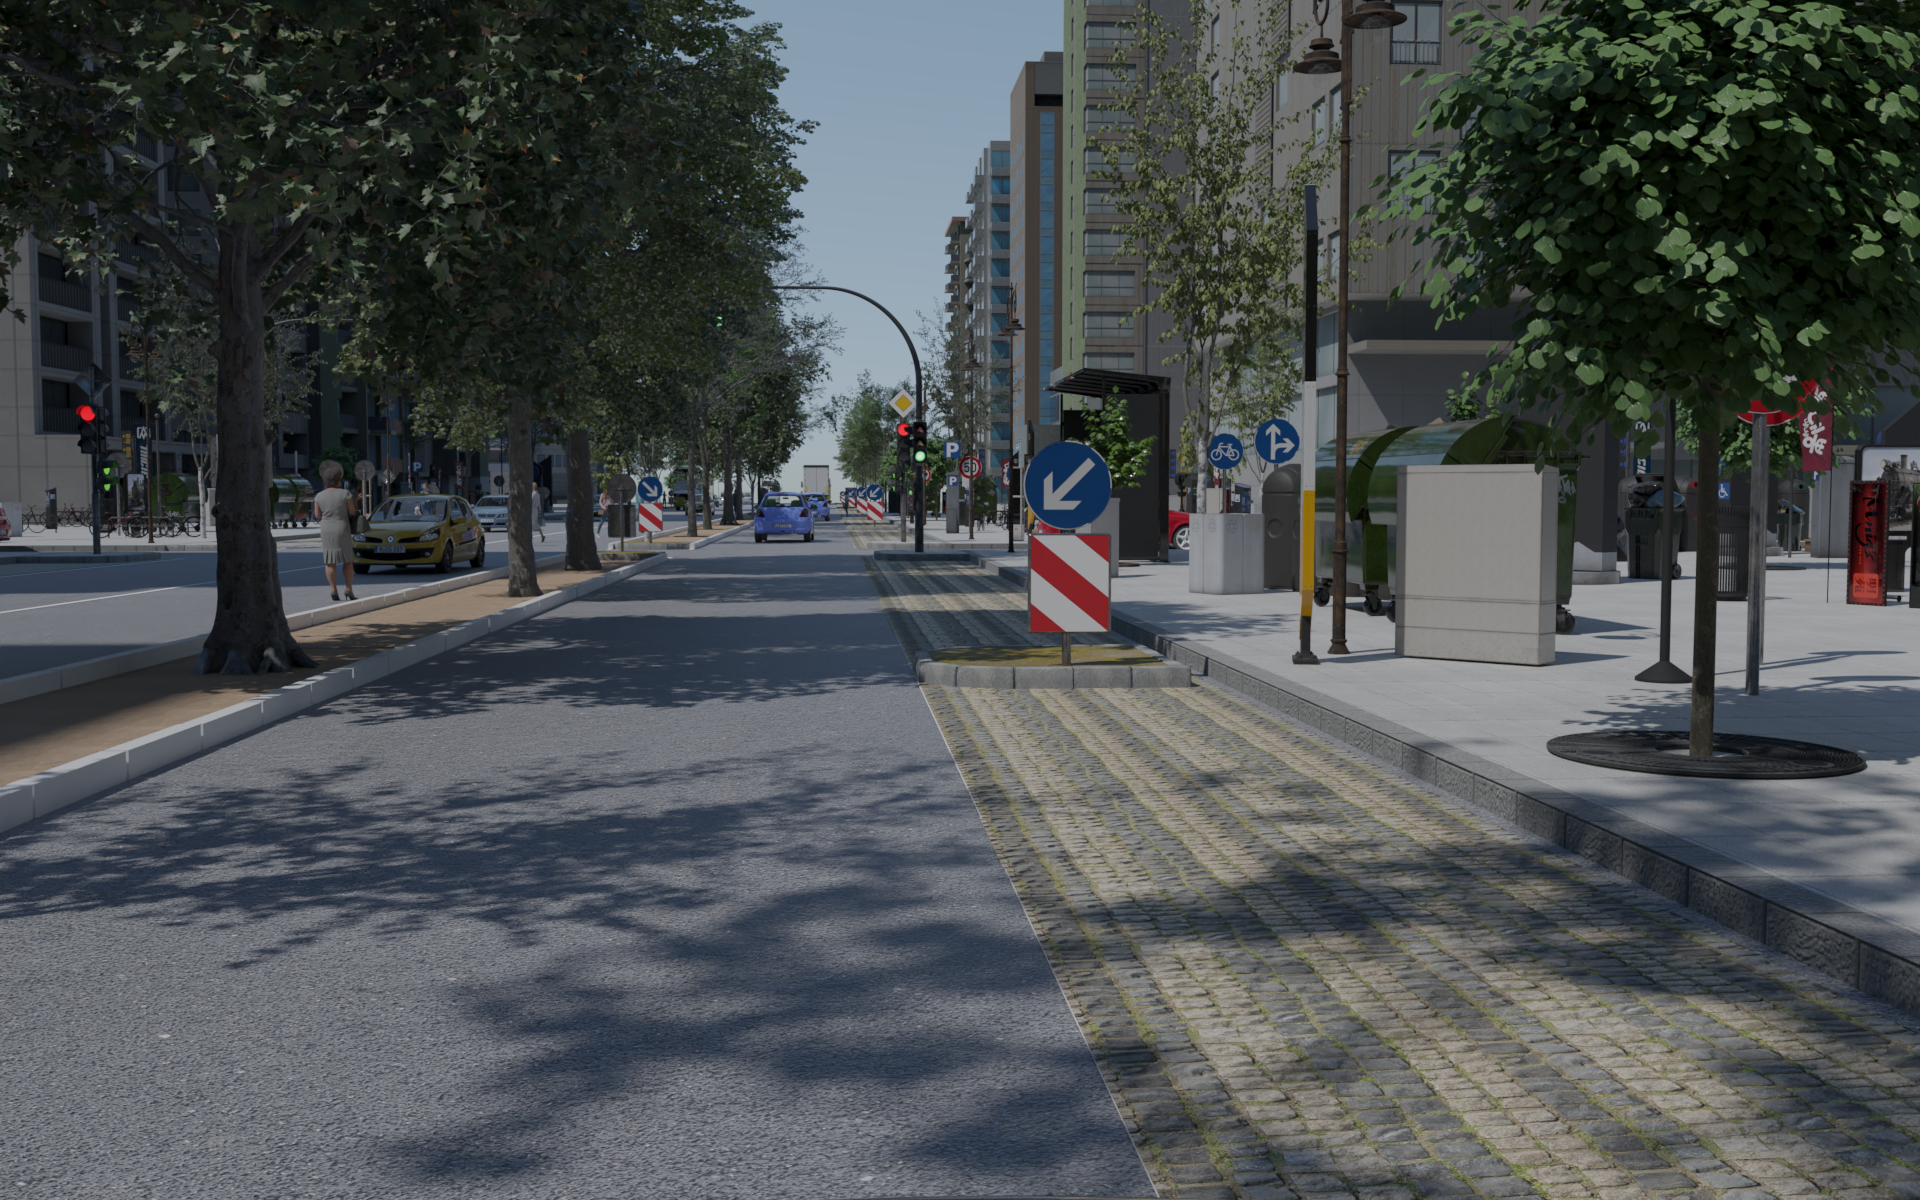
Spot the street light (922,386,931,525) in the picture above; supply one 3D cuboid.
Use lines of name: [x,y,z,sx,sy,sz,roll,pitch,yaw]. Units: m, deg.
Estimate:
street light: [-1.472,-6.119,72.839,0.468,5.910,1.993,0,4,-4]

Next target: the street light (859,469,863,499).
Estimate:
street light: [-11.657,-14.359,207.556,0.468,5.910,1.993,0,4,-4]

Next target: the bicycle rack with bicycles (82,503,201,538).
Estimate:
bicycle rack with bicycles: [-23.889,-2.319,51.297,2.925,0.926,2.852,-1,4,-10]

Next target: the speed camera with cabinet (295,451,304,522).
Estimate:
speed camera with cabinet: [-30.865,-5.264,80.399,0.660,3.252,2.038,-1,4,-11]

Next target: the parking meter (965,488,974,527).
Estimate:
parking meter: [0.377,-3.636,67.860,0.372,1.533,0.369,0,3,0]

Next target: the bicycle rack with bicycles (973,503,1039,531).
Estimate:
bicycle rack with bicycles: [1.404,-2.864,60.211,2.852,0.926,2.925,0,4,1]

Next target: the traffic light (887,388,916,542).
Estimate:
traffic light: [-1.524,-3.498,46.107,0.839,4.253,0.868,0,4,-4]

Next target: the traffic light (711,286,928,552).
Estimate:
traffic light: [-3.006,-3.864,37.847,4.771,5.953,1.251,0,4,-4]

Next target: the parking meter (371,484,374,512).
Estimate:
parking meter: [-34.142,-5.783,100.268,0.399,1.863,0.255,3,5,43]

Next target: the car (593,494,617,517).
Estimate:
car: [-19.596,-5.027,93.988,2.131,1.459,4.920,0,4,-6]

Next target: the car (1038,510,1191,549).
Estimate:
car: [4.188,-2.082,43.088,4.494,1.783,2.155,0,4,-5]

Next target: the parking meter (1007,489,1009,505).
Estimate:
parking meter: [3.054,-6.018,104.097,0.399,1.863,0.255,1,4,8]

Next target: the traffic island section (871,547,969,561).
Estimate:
traffic island section: [-0.886,-0.977,38.261,2.009,0.180,2.903,0,4,-4]

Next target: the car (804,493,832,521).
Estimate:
car: [-7.780,-5.044,92.061,1.945,1.707,3.694,0,4,-3]

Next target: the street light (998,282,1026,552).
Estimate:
street light: [1.125,-3.984,37.933,0.468,5.910,1.993,0,4,-4]

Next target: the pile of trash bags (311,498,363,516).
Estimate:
pile of trash bags: [-33.910,-5.165,94.200,1.912,1.369,3.447,2,4,29]

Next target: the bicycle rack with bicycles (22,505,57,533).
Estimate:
bicycle rack with bicycles: [-31.231,-2.651,56.728,2.852,0.926,2.925,2,4,29]

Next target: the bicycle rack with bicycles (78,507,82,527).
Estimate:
bicycle rack with bicycles: [-34.471,-3.326,67.764,2.925,0.926,2.852,-2,4,-32]

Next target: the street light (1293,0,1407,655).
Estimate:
street light: [3.043,-2.505,13.741,0.468,5.910,1.993,0,4,-4]

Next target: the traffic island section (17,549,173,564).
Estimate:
traffic island section: [-18.428,-0.897,36.953,2.009,0.180,2.903,0,4,-4]

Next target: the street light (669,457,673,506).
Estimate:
street light: [-32.262,-13.474,193.094,0.468,5.910,1.993,0,4,-4]

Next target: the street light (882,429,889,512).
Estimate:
street light: [-5.376,-9.280,124.515,0.468,5.910,1.993,0,4,-4]

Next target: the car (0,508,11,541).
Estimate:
car: [-25.394,-1.999,41.723,4.494,1.783,2.155,0,4,-4]

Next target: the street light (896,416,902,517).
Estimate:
street light: [-3.311,-7.602,97.074,0.468,5.910,1.993,0,4,-4]

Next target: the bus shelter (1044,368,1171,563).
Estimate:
bus shelter: [2.932,-2.696,35.365,1.731,3.624,6.357,0,4,-4]

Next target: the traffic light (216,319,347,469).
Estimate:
traffic light: [-16.906,-4.300,44.975,4.771,5.953,1.251,0,4,-4]

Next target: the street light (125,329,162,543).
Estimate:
street light: [-21.112,-4.419,45.031,0.468,5.910,1.993,0,4,-4]

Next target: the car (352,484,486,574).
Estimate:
car: [-10.131,-1.360,32.456,2.015,1.641,3.980,0,4,-2]

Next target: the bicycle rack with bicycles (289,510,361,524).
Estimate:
bicycle rack with bicycles: [-26.600,-3.652,73.084,2.925,0.926,2.852,3,5,44]

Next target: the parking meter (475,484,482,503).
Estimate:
parking meter: [-26.858,-5.562,96.652,0.255,1.863,0.399,0,4,4]

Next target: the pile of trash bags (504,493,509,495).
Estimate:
pile of trash bags: [-30.947,-6.362,113.775,3.447,1.369,1.912,-3,5,-45]

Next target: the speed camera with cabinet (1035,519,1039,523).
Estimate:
speed camera with cabinet: [3.984,-4.994,75.982,0.660,3.252,2.038,-3,5,-40]

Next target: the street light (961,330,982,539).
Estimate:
street light: [0.326,-4.654,48.886,0.468,5.910,1.993,0,4,-4]

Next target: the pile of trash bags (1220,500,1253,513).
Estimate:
pile of trash bags: [11.089,-3.377,64.961,1.912,1.369,3.447,3,5,39]

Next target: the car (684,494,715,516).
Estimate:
car: [-17.460,-6.483,116.224,2.015,1.641,3.980,0,4,-3]

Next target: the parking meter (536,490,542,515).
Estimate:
parking meter: [-25.256,-5.835,103.808,0.372,1.533,0.369,0,3,0]

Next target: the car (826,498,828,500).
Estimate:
car: [-12.970,-9.077,157.997,1.945,1.707,3.694,0,4,-6]

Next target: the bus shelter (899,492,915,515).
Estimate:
bus shelter: [-3.104,-6.985,105.492,1.731,3.624,6.357,0,4,-4]

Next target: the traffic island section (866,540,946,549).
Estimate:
traffic island section: [-1.484,-1.464,46.224,2.009,0.180,2.903,0,4,-4]

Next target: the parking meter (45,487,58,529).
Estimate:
parking meter: [-33.127,-3.347,63.142,0.372,1.533,0.369,0,3,0]

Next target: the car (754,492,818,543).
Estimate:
car: [-5.298,-2.623,52.484,1.945,1.707,3.694,0,4,-3]

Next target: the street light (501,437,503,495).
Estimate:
street light: [-24.702,-7.373,93.343,0.468,5.910,1.993,0,4,-4]

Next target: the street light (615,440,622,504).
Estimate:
street light: [-28.533,-10.532,144.991,0.468,5.910,1.993,0,4,-4]

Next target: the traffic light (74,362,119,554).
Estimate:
traffic light: [-18.387,-2.930,36.822,0.839,4.253,0.868,0,4,-4]

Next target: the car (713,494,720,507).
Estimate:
car: [-27.217,-10.967,189.092,2.009,1.686,4.222,0,4,-6]

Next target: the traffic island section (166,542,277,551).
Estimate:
traffic island section: [-19.026,-1.384,44.916,2.009,0.180,2.903,0,4,-4]

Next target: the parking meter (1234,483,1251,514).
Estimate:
parking meter: [6.417,-1.891,39.324,0.372,1.533,0.369,0,3,0]

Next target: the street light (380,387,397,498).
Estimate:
street light: [-22.713,-5.873,68.816,0.468,5.910,1.993,0,4,-4]

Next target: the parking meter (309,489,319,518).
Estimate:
parking meter: [-32.452,-4.820,87.222,0.372,1.533,0.369,0,3,0]

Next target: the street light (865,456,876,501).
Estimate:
street light: [-8.935,-12.217,172.538,0.468,5.910,1.993,0,4,-4]

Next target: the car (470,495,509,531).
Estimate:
car: [-17.640,-3.322,66.323,2.014,1.417,4.499,0,4,-3]

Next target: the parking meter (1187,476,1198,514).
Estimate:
parking meter: [7.701,-3.158,57.339,0.255,1.863,0.399,-1,4,-22]
